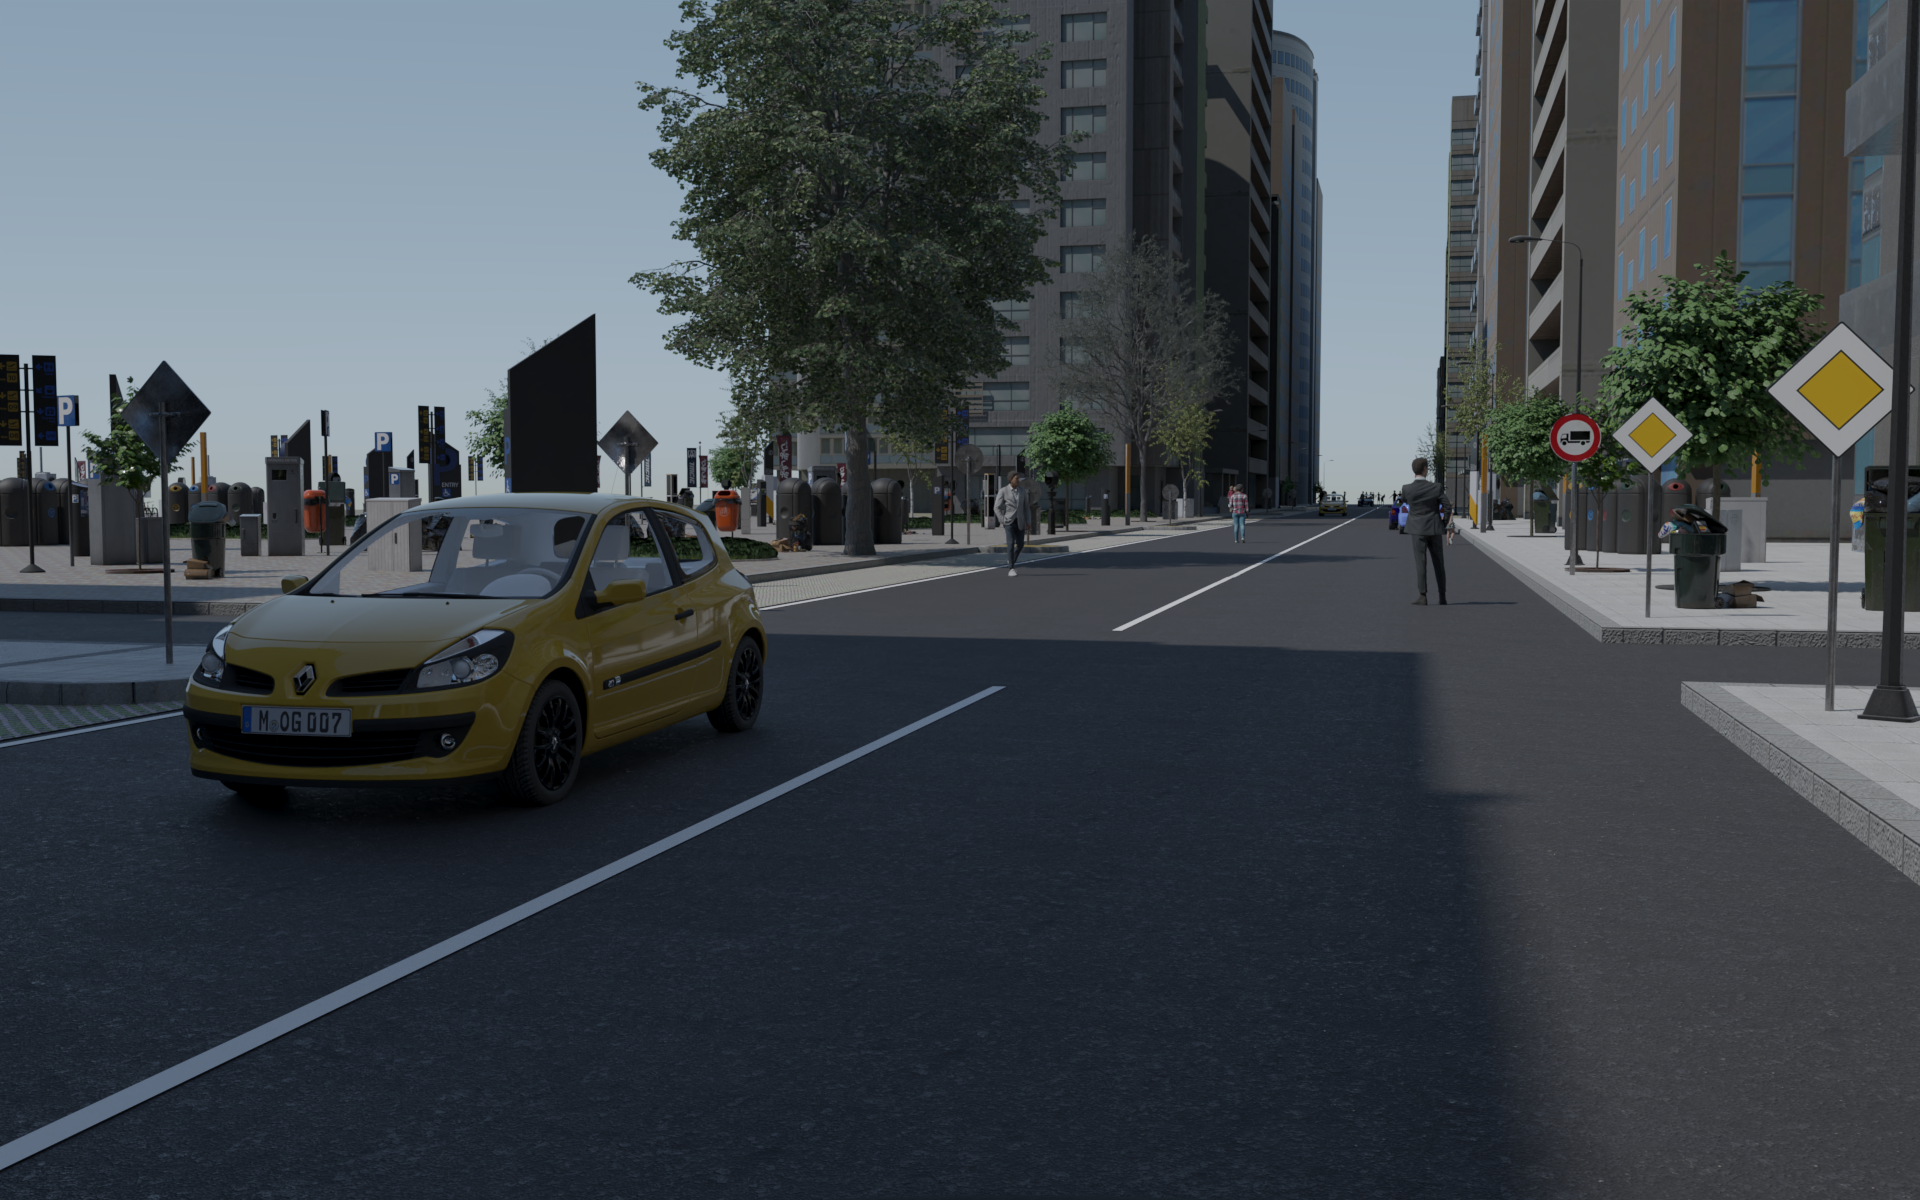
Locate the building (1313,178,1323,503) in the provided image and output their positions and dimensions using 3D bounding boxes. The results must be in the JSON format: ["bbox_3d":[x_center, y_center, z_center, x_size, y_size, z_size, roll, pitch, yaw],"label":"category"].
[{"bbox_3d":[42.737,-36.104,240.410,14.600,45.320,14.200,1,4,14],"label":"building"}]

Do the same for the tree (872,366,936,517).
[{"bbox_3d":[-2.667,-8.784,93.976,4.737,8.622,4.395,0,3,0],"label":"tree"}]

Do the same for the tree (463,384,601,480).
[{"bbox_3d":[-10.549,-3.650,43.393,4.285,4.588,4.351,0,3,0],"label":"tree"}]

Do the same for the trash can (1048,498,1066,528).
[{"bbox_3d":[3.677,-3.276,65.215,0.748,1.137,0.748,0,3,0],"label":"trash can"}]

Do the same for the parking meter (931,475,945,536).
[{"bbox_3d":[-0.691,-2.922,53.479,0.399,1.863,0.255,1,4,13],"label":"parking meter"}]

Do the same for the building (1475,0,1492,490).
[{"bbox_3d":[45.841,-35.106,115.988,21.231,58.520,28.212,1,4,14],"label":"building"}]

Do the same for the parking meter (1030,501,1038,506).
[{"bbox_3d":[2.809,-3.568,66.747,0.372,1.533,0.369,0,3,0],"label":"parking meter"}]

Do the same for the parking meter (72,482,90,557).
[{"bbox_3d":[-18.067,-1.662,35.580,0.372,1.533,0.369,0,3,0],"label":"parking meter"}]

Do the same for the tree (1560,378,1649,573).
[{"bbox_3d":[10.706,-2.081,28.618,1.663,3.219,1.824,0,3,0],"label":"tree"}]

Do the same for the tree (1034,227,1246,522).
[{"bbox_3d":[8.403,-10.351,79.614,12.009,13.543,11.850,0,3,0],"label":"tree"}]

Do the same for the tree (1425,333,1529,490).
[{"bbox_3d":[23.832,-7.849,78.698,4.737,8.622,4.395,0,3,0],"label":"tree"}]

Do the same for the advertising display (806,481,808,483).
[{"bbox_3d":[-7.215,-4.948,86.117,0.974,1.923,0.123,0,4,2],"label":"advertising display"}]

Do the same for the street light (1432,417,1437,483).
[{"bbox_3d":[29.302,-8.050,104.165,1.470,5.913,1.316,1,4,14],"label":"street light"}]

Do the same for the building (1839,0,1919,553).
[{"bbox_3d":[29.864,-24.771,24.611,30.456,49.044,23.786,1,4,14],"label":"building"}]

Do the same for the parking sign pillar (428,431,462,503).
[{"bbox_3d":[-21.683,-5.163,72.891,1.447,3.967,1.447,-2,4,-31],"label":"parking sign pillar"}]

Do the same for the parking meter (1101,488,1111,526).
[{"bbox_3d":[5.912,-3.779,70.198,0.372,1.533,0.369,0,3,0],"label":"parking meter"}]

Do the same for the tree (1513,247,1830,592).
[{"bbox_3d":[10.110,-2.411,23.133,4.285,4.588,4.351,0,3,0],"label":"tree"}]

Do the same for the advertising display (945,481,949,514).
[{"bbox_3d":[-0.912,-4.718,82.347,0.123,1.923,0.974,3,5,43],"label":"advertising display"}]

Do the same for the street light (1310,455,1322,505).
[{"bbox_3d":[42.287,-14.262,205.732,1.470,5.913,1.316,1,4,14],"label":"street light"}]

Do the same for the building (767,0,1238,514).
[{"bbox_3d":[3.220,-26.383,123.246,32.217,40.220,23.993,1,4,14],"label":"building"}]

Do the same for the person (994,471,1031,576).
[{"bbox_3d":[0.906,-1.353,30.475,0.661,1.843,0.795,-1,4,-20],"label":"person"}]

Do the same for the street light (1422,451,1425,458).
[{"bbox_3d":[44.894,-11.740,164.491,1.470,5.913,1.316,1,4,14],"label":"street light"}]

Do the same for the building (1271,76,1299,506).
[{"bbox_3d":[27.639,-32.671,184.288,14.600,45.320,14.200,1,4,14],"label":"building"}]

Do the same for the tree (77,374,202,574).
[{"bbox_3d":[-13.510,-2.053,28.167,1.663,3.219,1.824,0,3,0],"label":"tree"}]

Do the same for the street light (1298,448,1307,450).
[{"bbox_3d":[34.489,-12.429,175.751,1.470,5.913,1.316,1,4,14],"label":"street light"}]

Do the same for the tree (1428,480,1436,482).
[{"bbox_3d":[57.940,-13.344,212.768,1.663,3.219,1.824,0,3,0],"label":"tree"}]

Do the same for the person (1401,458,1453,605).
[{"bbox_3d":[6.023,-0.891,22.437,0.648,1.900,0.474,0,4,3],"label":"person"}]

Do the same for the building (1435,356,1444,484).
[{"bbox_3d":[77.072,-23.395,227.539,27.650,21.520,28.899,1,4,14],"label":"building"}]

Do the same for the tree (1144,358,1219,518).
[{"bbox_3d":[11.892,-8.665,92.032,4.737,8.622,4.395,0,3,0],"label":"tree"}]

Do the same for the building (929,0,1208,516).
[{"bbox_3d":[6.785,-25.621,102.491,14.154,41.232,14.086,1,4,14],"label":"building"}]

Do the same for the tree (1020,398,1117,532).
[{"bbox_3d":[3.570,-4.599,58.911,4.285,4.588,4.351,0,3,0],"label":"tree"}]

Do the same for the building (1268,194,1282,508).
[{"bbox_3d":[22.369,-23.858,161.783,14.160,30.474,14.107,1,4,14],"label":"building"}]

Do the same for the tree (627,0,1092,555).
[{"bbox_3d":[-2.145,-7.915,36.068,9.857,13.997,8.962,0,3,0],"label":"tree"}]

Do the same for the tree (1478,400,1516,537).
[{"bbox_3d":[17.174,-4.156,51.668,4.285,4.588,4.351,0,3,0],"label":"tree"}]

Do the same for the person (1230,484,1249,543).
[{"bbox_3d":[8.206,-2.543,50.915,0.563,1.720,0.643,1,4,19],"label":"person"}]

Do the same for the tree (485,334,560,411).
[{"bbox_3d":[-19.108,-7.859,78.855,4.360,8.622,3.978,0,3,0],"label":"tree"}]

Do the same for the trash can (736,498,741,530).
[{"bbox_3d":[-8.067,-3.129,62.817,0.748,1.137,0.748,0,3,0],"label":"trash can"}]

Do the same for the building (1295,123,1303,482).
[{"bbox_3d":[31.607,-33.548,198.621,14.600,45.320,14.200,1,4,14],"label":"building"}]

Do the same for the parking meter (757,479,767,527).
[{"bbox_3d":[-7.759,-3.797,67.785,0.255,1.863,0.399,-2,4,-33],"label":"parking meter"}]

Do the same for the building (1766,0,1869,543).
[{"bbox_3d":[27.207,-24.432,49.570,14.600,45.320,14.200,1,4,14],"label":"building"}]

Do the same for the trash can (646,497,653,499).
[{"bbox_3d":[-15.290,-4.440,84.242,0.748,1.137,0.748,0,3,0],"label":"trash can"}]

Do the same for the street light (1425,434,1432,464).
[{"bbox_3d":[37.004,-9.896,134.343,1.470,5.913,1.316,1,4,14],"label":"street light"}]

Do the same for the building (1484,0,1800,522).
[{"bbox_3d":[36.916,-27.283,96.187,14.600,45.320,14.200,1,4,14],"label":"building"}]

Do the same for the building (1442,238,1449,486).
[{"bbox_3d":[61.579,-25.863,194.568,14.160,30.474,14.107,1,4,14],"label":"building"}]

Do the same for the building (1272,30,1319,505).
[{"bbox_3d":[33.832,-41.495,220.439,21.231,58.520,28.212,1,4,14],"label":"building"}]

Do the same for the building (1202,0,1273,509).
[{"bbox_3d":[14.193,-31.802,143.667,21.300,48.544,21.600,1,4,14],"label":"building"}]

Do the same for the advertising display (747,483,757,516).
[{"bbox_3d":[-12.016,-5.860,101.021,0.974,1.923,0.123,1,4,21],"label":"advertising display"}]

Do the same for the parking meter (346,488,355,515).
[{"bbox_3d":[-26.011,-4.005,73.900,0.372,1.533,0.369,0,3,0],"label":"parking meter"}]

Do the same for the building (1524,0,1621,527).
[{"bbox_3d":[36.357,-27.530,73.815,21.300,48.544,21.600,1,4,14],"label":"building"}]

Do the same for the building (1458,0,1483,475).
[{"bbox_3d":[54.503,-32.090,144.285,23.786,49.044,30.456,1,4,14],"label":"building"}]

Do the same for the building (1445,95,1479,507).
[{"bbox_3d":[57.777,-30.331,179.499,14.154,41.232,14.086,1,4,14],"label":"building"}]

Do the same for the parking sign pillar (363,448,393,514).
[{"bbox_3d":[-26.576,-5.547,79.160,1.447,3.967,1.447,3,4,37],"label":"parking sign pillar"}]

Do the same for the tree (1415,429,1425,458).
[{"bbox_3d":[47.427,-13.573,172.287,4.737,8.622,4.395,0,3,0],"label":"tree"}]

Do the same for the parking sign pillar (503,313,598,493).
[{"bbox_3d":[-6.083,-2.280,25.750,1.447,3.967,1.447,-2,4,-28],"label":"parking sign pillar"}]

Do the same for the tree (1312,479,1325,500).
[{"bbox_3d":[46.479,-14.071,224.665,1.663,3.219,1.824,0,3,0],"label":"tree"}]

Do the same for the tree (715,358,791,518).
[{"bbox_3d":[-11.152,-8.675,92.203,4.737,8.622,4.395,0,3,0],"label":"tree"}]

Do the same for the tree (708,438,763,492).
[{"bbox_3d":[-12.754,-6.989,97.988,4.285,4.588,4.351,0,3,0],"label":"tree"}]

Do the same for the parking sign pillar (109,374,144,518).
[{"bbox_3d":[-19.058,-3.129,39.634,1.447,3.967,1.447,-1,4,-15],"label":"parking sign pillar"}]

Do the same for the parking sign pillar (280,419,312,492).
[{"bbox_3d":[-23.771,-4.493,61.940,1.447,3.967,1.447,1,4,16],"label":"parking sign pillar"}]

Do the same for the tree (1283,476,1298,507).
[{"bbox_3d":[31.911,-10.658,168.867,1.663,3.219,1.824,0,3,0],"label":"tree"}]
